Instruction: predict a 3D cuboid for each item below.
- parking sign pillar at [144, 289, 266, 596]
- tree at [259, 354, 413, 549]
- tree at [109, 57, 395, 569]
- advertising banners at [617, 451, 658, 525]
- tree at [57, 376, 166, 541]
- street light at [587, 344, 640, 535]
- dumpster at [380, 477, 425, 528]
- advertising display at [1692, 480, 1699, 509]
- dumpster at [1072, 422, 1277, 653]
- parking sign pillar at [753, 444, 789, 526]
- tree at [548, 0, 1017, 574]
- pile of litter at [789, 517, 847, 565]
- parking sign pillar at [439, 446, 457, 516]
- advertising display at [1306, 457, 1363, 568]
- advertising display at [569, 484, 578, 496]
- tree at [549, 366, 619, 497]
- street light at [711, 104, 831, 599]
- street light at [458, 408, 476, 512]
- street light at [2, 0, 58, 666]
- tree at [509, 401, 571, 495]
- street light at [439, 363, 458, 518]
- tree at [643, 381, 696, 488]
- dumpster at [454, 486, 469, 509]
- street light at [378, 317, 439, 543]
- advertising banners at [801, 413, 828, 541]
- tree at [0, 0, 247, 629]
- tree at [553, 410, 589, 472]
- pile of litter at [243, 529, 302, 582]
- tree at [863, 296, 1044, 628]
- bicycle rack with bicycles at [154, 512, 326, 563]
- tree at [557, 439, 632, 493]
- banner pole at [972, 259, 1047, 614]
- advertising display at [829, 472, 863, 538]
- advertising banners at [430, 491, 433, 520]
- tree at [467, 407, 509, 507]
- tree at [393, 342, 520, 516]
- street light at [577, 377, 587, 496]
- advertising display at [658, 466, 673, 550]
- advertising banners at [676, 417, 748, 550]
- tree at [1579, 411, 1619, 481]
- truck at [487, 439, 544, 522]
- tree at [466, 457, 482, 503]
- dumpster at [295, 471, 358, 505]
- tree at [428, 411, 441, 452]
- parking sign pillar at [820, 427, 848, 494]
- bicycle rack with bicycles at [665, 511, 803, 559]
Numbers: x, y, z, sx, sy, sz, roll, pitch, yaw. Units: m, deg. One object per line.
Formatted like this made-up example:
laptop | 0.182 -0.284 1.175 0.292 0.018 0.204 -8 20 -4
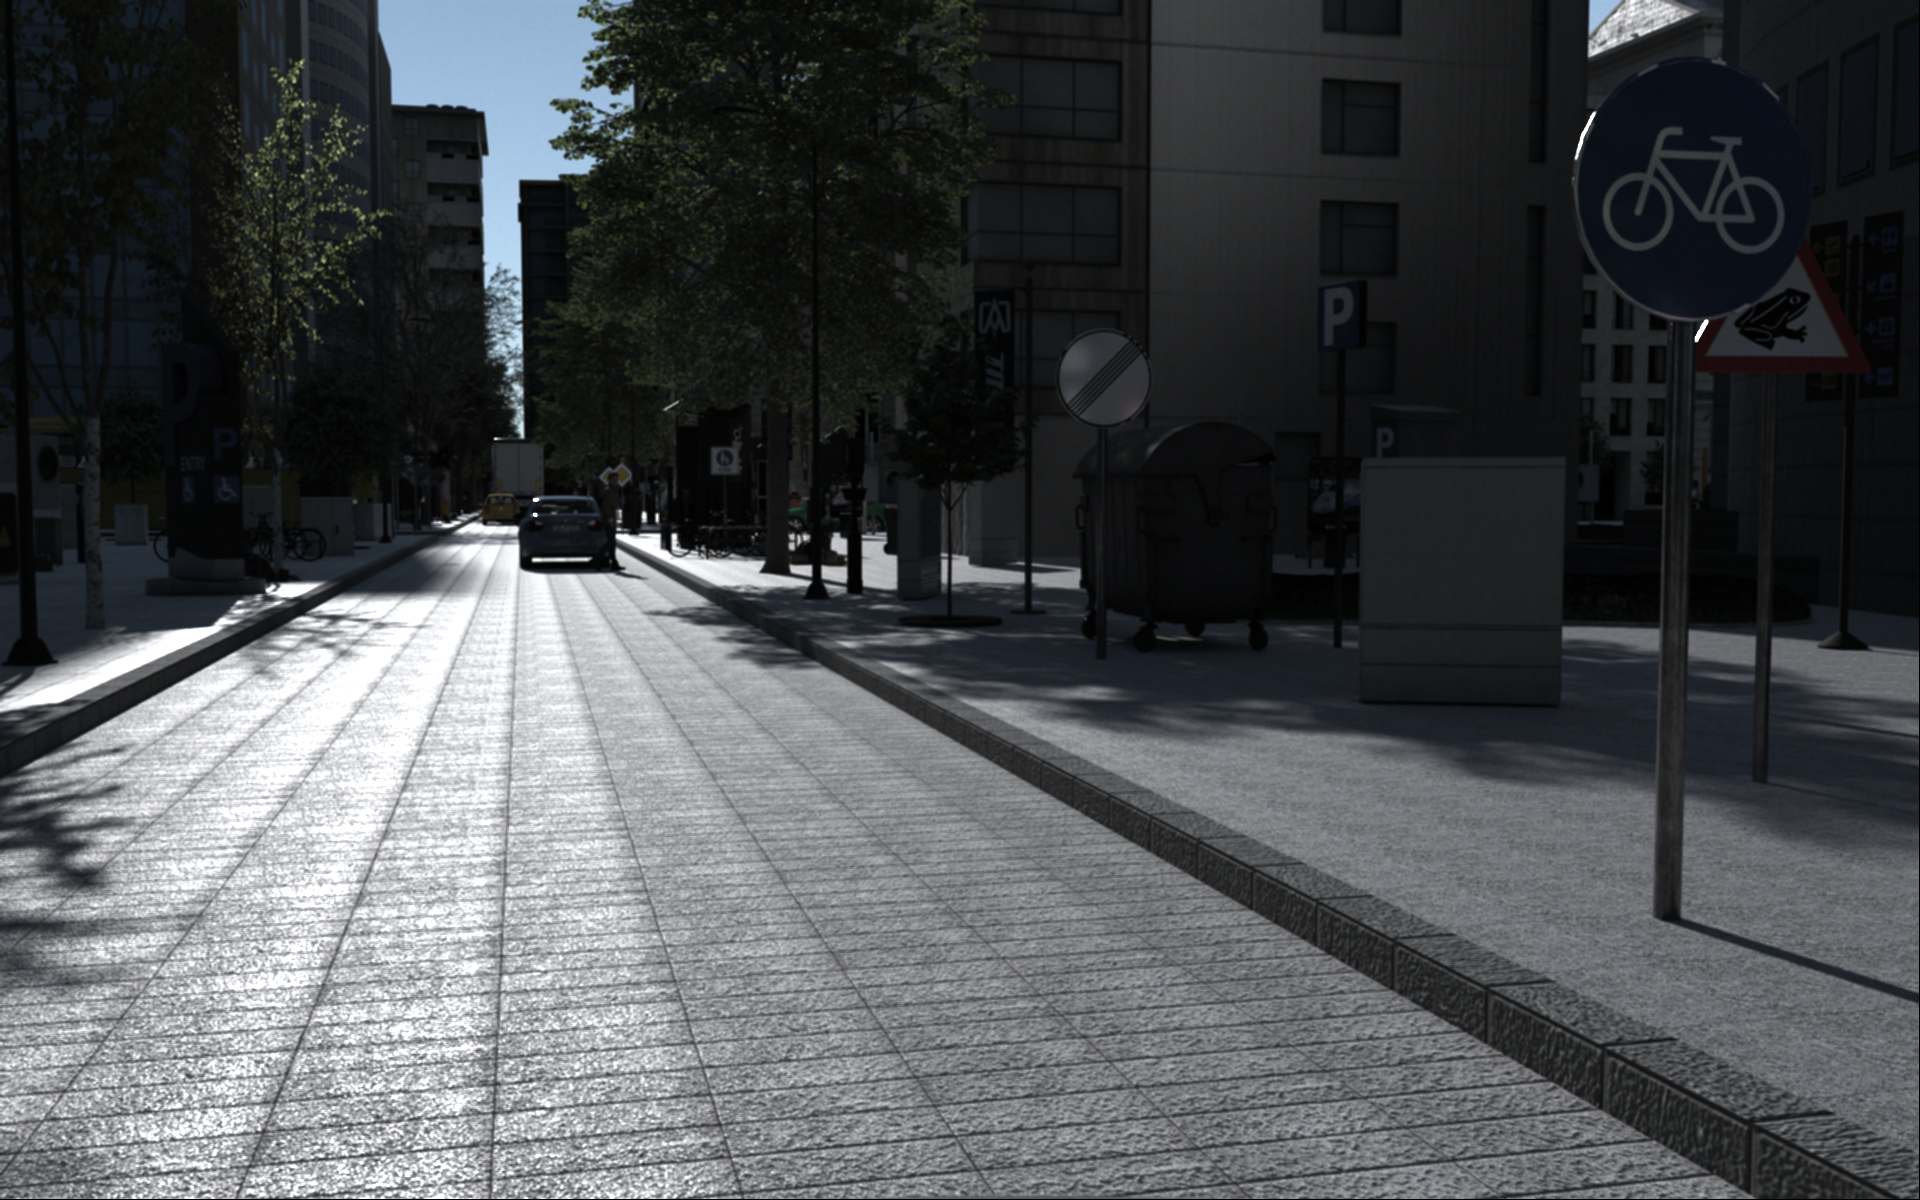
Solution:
parking sign pillar | -9.769 -2.071 22.333 1.447 3.967 1.447 3 5 42
tree | -14.583 -3.481 40.625 4.285 4.588 4.351 0 3 0
tree | -11.587 -4.781 28.536 4.360 8.622 3.978 0 3 0
advertising banners | -13.351 -4.614 71.635 0.090 3.025 2.074 3 5 40
tree | -23.128 -3.941 48.143 4.285 4.588 4.351 0 3 0
street light | -10.732 -4.976 53.899 1.470 5.913 1.316 -1 4 -14
dumpster | -20.747 -3.791 64.483 1.502 2.255 1.985 -1 4 -14
advertising display | 34.211 -4.666 81.501 0.974 1.923 0.123 2 4 33
dumpster | 1.822 -0.551 14.764 1.264 1.857 1.865 -1 4 -14
parking sign pillar | -7.347 -4.836 67.546 1.447 3.967 1.447 -2 4 -30
tree | -2.952 -6.733 28.207 7.486 12.596 7.792 0 3 0
pile of litter | -2.648 -1.088 31.758 1.719 0.858 1.176 3 5 43
parking sign pillar | -28.787 -6.605 96.457 1.447 3.967 1.447 -3 5 -40
advertising display | 6.510 -1.521 30.075 0.974 1.923 0.123 0 4 -3
advertising display | -26.386 -6.915 118.270 0.123 1.923 0.974 1 4 18
tree | -21.166 -9.043 98.221 4.737 8.622 4.395 0 3 0
street light | -2.280 -2.959 20.927 1.470 5.913 1.316 -1 4 -14
street light | -26.859 -7.410 93.690 1.470 5.913 1.316 -1 4 -14
street light | -6.491 -2.475 13.015 1.470 5.913 1.316 -1 4 -14
tree | -44.029 -16.332 192.788 9.928 11.665 9.643 0 3 0
street light | -18.683 -5.428 61.296 1.470 5.913 1.316 -1 4 -14
tree | -18.531 -9.850 111.410 4.360 8.622 3.978 0 3 0
dumpster | -35.808 -7.236 124.073 1.264 1.857 1.865 -1 4 -14
street light | -14.555 -4.458 45.437 1.470 5.913 1.316 -1 4 -14
advertising banners | -3.084 -2.462 36.440 0.090 3.025 2.074 -1 4 -19
tree | -8.476 -4.036 16.353 4.737 8.622 4.395 0 3 0
tree | -30.833 -11.638 140.647 4.360 8.622 3.978 0 3 0
pile of litter | -10.542 -0.712 25.605 1.719 0.858 1.176 2 4 31
tree | -0.208 -1.367 16.947 1.663 3.219 1.824 0 3 0
bicycle rack with bicycles | -13.483 -1.216 33.262 2.925 0.926 2.852 1 4 11
tree | -19.241 -6.703 93.308 4.285 4.588 4.351 0 3 0
banner pole | 0.523 -1.752 18.670 0.863 3.779 0.401 1 4 23
advertising display | -3.346 -2.797 50.949 0.974 1.923 0.123 0 4 3
advertising banners | -26.148 -5.302 82.881 0.090 3.025 2.074 3 4 38
tree | -55.657 -16.909 202.211 9.928 11.665 9.643 0 3 0
tree | -30.061 -10.305 102.898 8.767 10.594 7.601 1 4 17
street light | -14.518 -5.904 69.072 1.470 5.913 1.316 -1 4 -14
advertising display | -6.768 -2.118 39.846 0.123 1.923 0.974 -1 4 -22
advertising banners | -5.747 -2.688 40.131 2.074 3.025 0.090 2 4 30
tree | 20.564 -4.586 58.694 4.285 4.588 4.351 0 3 0
truck | -23.943 -6.384 93.289 2.839 4.237 11.283 -1 4 -16
tree | -54.304 -14.975 195.206 4.737 8.622 4.395 0 3 0
dumpster | -17.576 -2.786 48.050 1.502 2.255 1.985 -1 4 -14
tree | -37.643 -13.140 132.972 7.486 12.596 7.792 0 3 0
parking sign pillar | -4.850 -4.650 64.502 1.447 3.967 1.447 -2 4 -24
bicycle rack with bicycles | -4.510 -1.335 35.216 2.925 0.926 2.852 -1 4 -12
